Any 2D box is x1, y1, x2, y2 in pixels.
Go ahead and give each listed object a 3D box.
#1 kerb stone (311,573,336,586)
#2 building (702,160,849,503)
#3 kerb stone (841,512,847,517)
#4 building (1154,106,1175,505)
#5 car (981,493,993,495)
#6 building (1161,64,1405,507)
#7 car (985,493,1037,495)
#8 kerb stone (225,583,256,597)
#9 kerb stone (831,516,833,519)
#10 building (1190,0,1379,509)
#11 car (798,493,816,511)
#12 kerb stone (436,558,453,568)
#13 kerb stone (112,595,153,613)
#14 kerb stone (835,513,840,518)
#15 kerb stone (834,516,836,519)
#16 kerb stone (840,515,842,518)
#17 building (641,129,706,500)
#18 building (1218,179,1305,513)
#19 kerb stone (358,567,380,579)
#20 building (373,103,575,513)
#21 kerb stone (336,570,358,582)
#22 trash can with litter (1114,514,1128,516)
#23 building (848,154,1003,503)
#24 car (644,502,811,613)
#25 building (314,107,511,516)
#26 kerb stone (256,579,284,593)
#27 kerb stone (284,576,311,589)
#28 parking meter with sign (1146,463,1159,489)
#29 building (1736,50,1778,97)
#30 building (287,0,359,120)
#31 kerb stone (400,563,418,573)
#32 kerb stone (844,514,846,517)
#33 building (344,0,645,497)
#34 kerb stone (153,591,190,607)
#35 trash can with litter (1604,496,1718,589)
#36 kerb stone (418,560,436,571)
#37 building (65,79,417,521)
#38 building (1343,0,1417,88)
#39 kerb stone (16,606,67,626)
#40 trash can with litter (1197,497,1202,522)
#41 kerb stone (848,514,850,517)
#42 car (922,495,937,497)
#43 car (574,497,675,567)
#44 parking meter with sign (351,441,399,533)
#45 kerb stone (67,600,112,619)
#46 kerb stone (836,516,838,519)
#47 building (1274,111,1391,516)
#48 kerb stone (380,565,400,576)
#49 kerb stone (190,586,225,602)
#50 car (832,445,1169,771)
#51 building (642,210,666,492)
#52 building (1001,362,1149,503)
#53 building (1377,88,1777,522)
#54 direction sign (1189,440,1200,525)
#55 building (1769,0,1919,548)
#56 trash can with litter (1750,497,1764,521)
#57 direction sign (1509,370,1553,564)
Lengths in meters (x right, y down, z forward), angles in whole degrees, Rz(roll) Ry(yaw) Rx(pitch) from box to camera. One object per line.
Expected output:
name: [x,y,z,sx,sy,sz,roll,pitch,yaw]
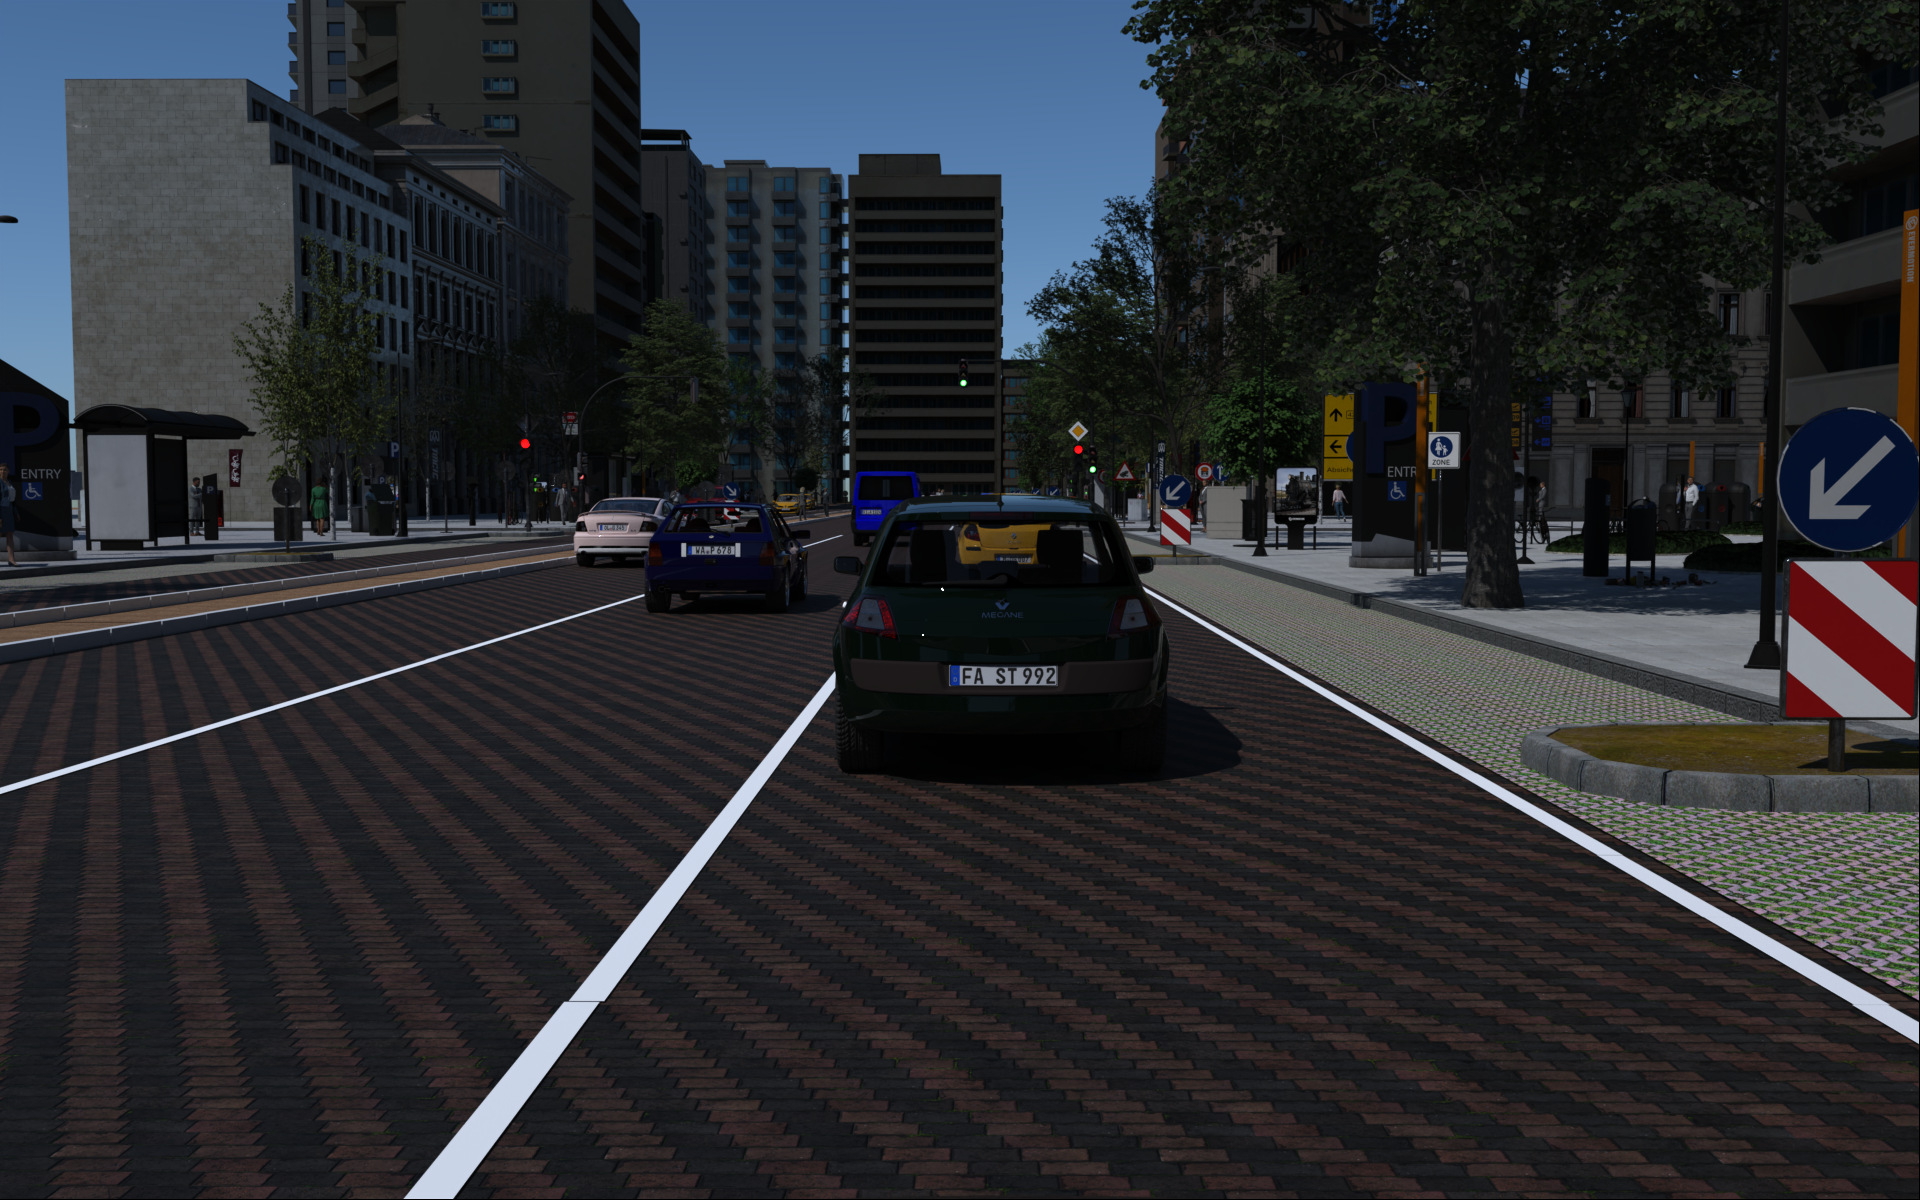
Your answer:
kerb stone: [-10.137,-0.313,27.326,0.120,0.150,1.000,0,4,1]
building: [-30.775,-38.608,250.843,30.456,49.044,23.786,0,4,1]
kerb stone: [-7.212,-5.175,106.801,0.120,0.150,1.000,0,4,1]
building: [29.596,-33.385,195.948,14.600,45.320,14.200,0,4,1]
car: [2.212,-7.844,137.840,1.945,1.707,3.694,0,4,1]
building: [31.904,-31.793,174.446,22.147,44.769,28.867,0,4,1]
car: [0.822,-1.116,28.473,2.015,1.641,3.980,0,4,0]
kerb stone: [-10.160,-0.125,24.247,0.120,0.150,1.000,0,4,1]
kerb stone: [-7.324,-4.547,96.553,0.120,0.150,1.000,0,4,1]
building: [27.979,-30.756,152.975,14.600,45.320,14.200,0,4,1]
car: [-13.586,-8.593,150.713,2.015,1.641,3.980,0,4,1]
kerb stone: [-10.068,-0.690,33.477,0.120,0.150,1.000,0,4,1]
kerb stone: [-10.200,0.062,21.176,0.120,0.150,1.000,0,4,1]
kerb stone: [-7.265,-4.860,101.680,0.120,0.150,1.000,0,4,1]
kerb stone: [-7.302,-4.672,98.603,0.120,0.150,1.000,0,4,1]
kerb stone: [-7.260,-4.924,102.707,0.120,0.150,1.000,0,4,1]
building: [-36.464,-31.361,196.348,14.086,41.232,14.154,0,4,1]
building: [26.952,-20.283,128.894,12.463,27.353,25.104,0,4,1]
kerb stone: [-10.114,-0.439,29.377,0.120,0.150,1.000,0,4,1]
building: [-37.034,-20.855,126.881,13.634,28.700,20.117,0,4,1]
kerb stone: [-10.128,-0.376,28.351,0.120,0.150,1.000,0,4,1]
trash can with litter: [9.650,-5.585,102.380,1.678,1.210,2.233,-1,4,-22]
building: [-4.716,-38.261,249.268,21.600,48.544,21.300,0,4,1]
car: [-2.937,-0.593,22.284,1.945,1.354,3.894,0,3,0]
building: [-35.758,-16.997,106.780,11.050,23.489,19.941,0,4,1]
kerb stone: [-10.155,-0.184,25.269,0.120,0.150,1.000,0,4,1]
kerb stone: [-10.144,-0.249,26.304,0.120,0.150,1.000,0,4,1]
parking meter with sign: [10.709,-6.069,95.486,0.543,3.016,1.738,0,4,-7]
building: [52.305,-17.649,85.830,25.104,27.353,12.463,0,4,1]
building: [-58.239,-39.836,193.312,28.212,58.520,21.231,0,4,1]
kerb stone: [-10.097,-0.565,31.428,0.120,0.150,1.000,0,4,1]
kerb stone: [-7.221,-5.108,105.777,0.120,0.150,1.000,0,4,1]
building: [-40.587,-32.327,152.250,21.300,48.544,21.600,0,4,1]
kerb stone: [-10.188,0.000,22.203,0.120,0.150,1.000,0,4,1]
trash can with litter: [9.988,-0.821,24.478,2.233,1.210,1.678,-2,4,-28]
kerb stone: [-10.082,-0.627,32.450,0.120,0.150,1.000,0,4,1]
building: [-35.831,-14.297,88.510,10.420,20.320,16.860,0,4,1]
building: [50.488,-57.228,248.344,31.000,86.520,22.319,0,4,1]
kerb stone: [-10.216,0.188,19.123,0.120,0.150,1.000,0,4,1]
trash can with litter: [10.528,-4.223,80.101,2.233,1.210,1.678,3,5,44]
kerb stone: [-7.196,-5.300,108.856,0.120,0.150,1.000,0,4,1]
car: [-1.752,-5.611,104.096,2.083,1.381,4.827,0,4,2]
car: [-6.575,-1.419,35.565,2.083,1.381,4.827,0,4,2]
parking meter with sign: [-19.515,-3.757,57.693,1.738,3.016,0.543,1,4,20]
kerb stone: [-10.208,0.125,20.152,0.120,0.150,1.000,0,4,1]
kerb stone: [-7.284,-4.735,99.625,0.120,0.150,1.000,0,4,1]
building: [27.337,-17.058,108.579,12.332,23.373,15.834,0,4,1]
kerb stone: [-10.099,-0.502,30.406,0.120,0.150,1.000,0,4,1]
kerb stone: [-10.174,-0.062,23.225,0.120,0.150,1.000,0,4,1]
car: [0.210,-0.034,10.339,2.009,1.686,4.222,0,3,0]
building: [-37.337,-24.397,170.590,14.160,30.474,14.107,0,4,1]
building: [20.566,-24.956,253.064,28.899,21.520,27.650,0,4,1]
building: [30.276,-14.409,84.736,18.267,20.994,9.793,0,4,1]
direction sign: [9.854,-4.943,72.815,0.379,3.537,0.876,2,4,34]
building: [31.197,-24.999,32.430,21.300,48.544,21.600,0,4,1]
trash can with litter: [30.127,-3.332,65.859,0.624,1.170,1.055,-2,4,-30]
direction sign: [10.384,-2.433,31.771,0.876,3.537,0.379,1,4,23]
